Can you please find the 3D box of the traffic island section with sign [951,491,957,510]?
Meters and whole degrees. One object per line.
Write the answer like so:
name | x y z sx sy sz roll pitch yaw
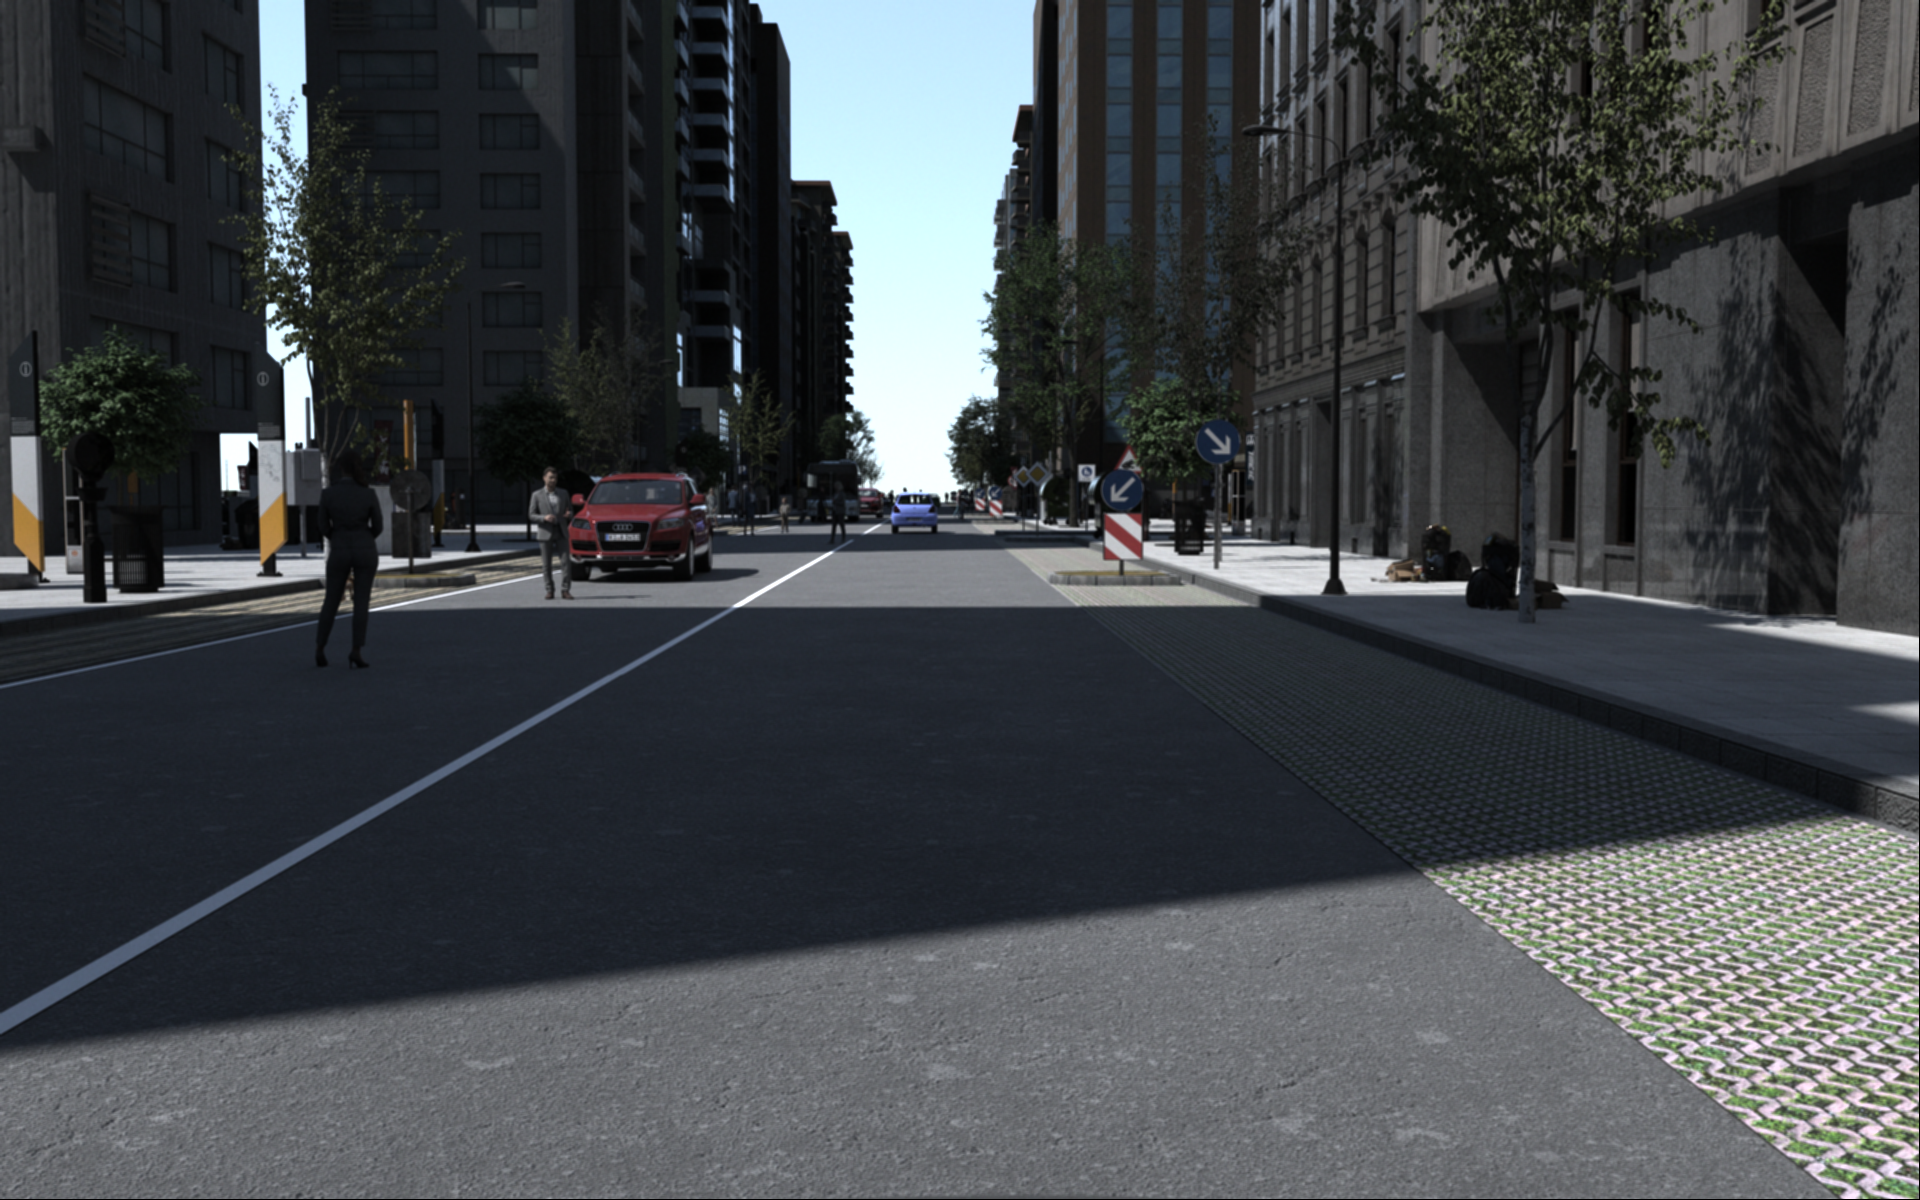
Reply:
traffic island section with sign | 0.391 -9.266 160.127 1.989 1.847 2.006 0 4 -1

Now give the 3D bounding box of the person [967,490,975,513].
person | 0.764 -7.230 127.296 0.593 1.750 0.643 -1 4 -22

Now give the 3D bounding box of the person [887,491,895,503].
person | -9.877 -14.387 243.804 1.350 1.814 0.705 0 4 -6

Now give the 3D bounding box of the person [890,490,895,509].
person | -6.430 -9.559 164.789 0.705 1.824 1.348 -1 4 -14

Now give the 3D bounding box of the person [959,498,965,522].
person | 0.108 -4.593 88.273 0.352 1.250 0.332 1 4 21

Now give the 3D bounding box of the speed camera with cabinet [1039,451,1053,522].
speed camera with cabinet | 4.007 -5.244 80.071 0.660 3.252 2.038 0 4 4

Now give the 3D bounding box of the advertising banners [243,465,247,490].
advertising banners | -42.893 -6.684 105.477 2.074 3.025 0.090 -1 4 -16

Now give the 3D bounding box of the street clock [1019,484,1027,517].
street clock | 3.548 -5.713 97.976 0.358 2.002 0.471 3 5 42

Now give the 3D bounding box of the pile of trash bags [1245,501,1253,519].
pile of trash bags | 14.658 -4.854 89.113 1.912 1.369 3.447 -2 4 -26

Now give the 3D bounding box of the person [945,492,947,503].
person | -2.187 -16.695 282.288 0.721 1.723 1.217 2 4 25

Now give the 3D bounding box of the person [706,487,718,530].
person | -9.307 -3.399 65.071 0.512 1.701 0.522 0 4 -1

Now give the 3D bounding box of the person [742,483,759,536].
person | -7.231 -3.125 59.620 0.581 1.822 0.654 -1 4 -23

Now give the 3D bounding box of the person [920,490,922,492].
person | -3.472 -9.056 156.437 0.599 1.838 0.709 0 4 1

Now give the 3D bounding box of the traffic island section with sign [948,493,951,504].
traffic island section with sign | -0.021 -10.939 187.477 1.989 1.847 2.006 0 4 -1

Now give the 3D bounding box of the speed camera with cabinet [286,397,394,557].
speed camera with cabinet | -12.865 -2.545 35.941 2.038 3.252 0.660 -3 4 -38

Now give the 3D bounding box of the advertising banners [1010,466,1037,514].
advertising banners | 4.201 -6.942 109.697 2.074 3.025 0.090 0 4 6

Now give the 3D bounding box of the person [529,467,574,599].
person | -5.525 -0.910 23.573 0.606 1.804 0.583 -2 4 -30

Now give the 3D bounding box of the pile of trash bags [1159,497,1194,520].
pile of trash bags | 11.644 -4.728 87.049 3.447 1.369 1.912 3 4 36

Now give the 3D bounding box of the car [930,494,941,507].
car | -3.038 -10.877 186.632 1.959 1.807 4.718 0 4 -1

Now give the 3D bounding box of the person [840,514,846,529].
person | -4.800 -3.564 71.016 0.306 1.304 0.590 1 4 16

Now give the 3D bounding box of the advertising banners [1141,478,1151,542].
advertising banners | 5.009 -3.099 46.862 0.090 3.025 2.074 1 4 13

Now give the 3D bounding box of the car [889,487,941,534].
car | -1.678 -3.339 64.184 1.945 1.707 3.694 0 4 -1

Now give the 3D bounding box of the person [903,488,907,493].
person | -3.043 -5.451 97.811 0.721 1.800 0.419 -1 4 -13

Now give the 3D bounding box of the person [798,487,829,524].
person | -7.110 -4.615 84.171 1.509 1.804 0.699 -1 4 -13

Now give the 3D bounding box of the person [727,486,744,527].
person | -9.735 -4.055 74.982 0.721 1.800 0.419 1 4 17

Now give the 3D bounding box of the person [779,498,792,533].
person | -6.434 -3.123 63.836 0.475 1.303 0.640 0 4 3

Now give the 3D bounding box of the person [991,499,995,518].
person | 1.987 -5.595 104.643 0.373 1.253 0.362 -2 4 -35

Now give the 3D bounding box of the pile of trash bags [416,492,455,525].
pile of trash bags | -22.392 -3.828 72.337 3.447 1.369 1.912 -2 4 -34

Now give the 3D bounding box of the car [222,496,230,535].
car | -23.653 -2.756 54.848 4.222 1.686 2.009 0 4 -3

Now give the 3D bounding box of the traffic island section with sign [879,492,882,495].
traffic island section with sign | -12.398 -15.977 269.854 1.989 1.847 2.006 0 4 -1

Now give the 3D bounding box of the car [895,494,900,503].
car | -9.296 -15.915 272.205 2.014 1.417 4.499 0 4 0

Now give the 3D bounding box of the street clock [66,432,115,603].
street clock | -10.226 -0.969 20.421 0.358 2.002 0.471 3 4 38

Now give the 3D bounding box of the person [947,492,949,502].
person | -2.140 -17.433 294.450 0.530 1.710 0.541 -2 4 -29

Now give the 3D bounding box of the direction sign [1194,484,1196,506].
direction sign | 8.500 -4.317 62.586 0.379 3.537 0.876 -1 4 -13

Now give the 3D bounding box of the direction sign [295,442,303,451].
direction sign | -28.998 -5.142 76.065 0.379 3.537 0.876 -3 5 -41

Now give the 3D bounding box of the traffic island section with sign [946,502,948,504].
traffic island section with sign | -0.856 -14.304 242.494 1.989 1.847 2.006 0 4 -1

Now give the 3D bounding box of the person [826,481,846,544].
person | -3.518 -2.514 49.780 0.526 1.800 0.537 -3 4 -36

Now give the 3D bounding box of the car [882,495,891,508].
car | -8.220 -10.401 182.643 1.945 1.354 3.894 0 4 -3

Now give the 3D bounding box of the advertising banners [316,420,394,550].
advertising banners | -14.055 -2.700 40.328 0.090 3.025 2.074 3 4 37

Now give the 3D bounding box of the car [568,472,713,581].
car | -5.517 -1.322 30.292 2.281 1.827 5.304 0 4 -3

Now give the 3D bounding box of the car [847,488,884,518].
car | -5.676 -5.826 103.932 2.281 1.827 5.304 0 4 0

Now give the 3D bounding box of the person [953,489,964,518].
person | -0.097 -5.712 102.727 0.643 1.720 0.563 0 4 6

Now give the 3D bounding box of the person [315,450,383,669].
person | -5.058 -0.339 14.320 0.520 1.790 0.573 -2 4 -29

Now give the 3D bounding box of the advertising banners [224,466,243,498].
advertising banners | -27.771 -4.152 64.067 2.074 3.025 0.090 -1 4 -19

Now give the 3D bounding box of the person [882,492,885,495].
person | -11.814 -15.791 266.819 1.348 1.807 0.705 0 4 3
